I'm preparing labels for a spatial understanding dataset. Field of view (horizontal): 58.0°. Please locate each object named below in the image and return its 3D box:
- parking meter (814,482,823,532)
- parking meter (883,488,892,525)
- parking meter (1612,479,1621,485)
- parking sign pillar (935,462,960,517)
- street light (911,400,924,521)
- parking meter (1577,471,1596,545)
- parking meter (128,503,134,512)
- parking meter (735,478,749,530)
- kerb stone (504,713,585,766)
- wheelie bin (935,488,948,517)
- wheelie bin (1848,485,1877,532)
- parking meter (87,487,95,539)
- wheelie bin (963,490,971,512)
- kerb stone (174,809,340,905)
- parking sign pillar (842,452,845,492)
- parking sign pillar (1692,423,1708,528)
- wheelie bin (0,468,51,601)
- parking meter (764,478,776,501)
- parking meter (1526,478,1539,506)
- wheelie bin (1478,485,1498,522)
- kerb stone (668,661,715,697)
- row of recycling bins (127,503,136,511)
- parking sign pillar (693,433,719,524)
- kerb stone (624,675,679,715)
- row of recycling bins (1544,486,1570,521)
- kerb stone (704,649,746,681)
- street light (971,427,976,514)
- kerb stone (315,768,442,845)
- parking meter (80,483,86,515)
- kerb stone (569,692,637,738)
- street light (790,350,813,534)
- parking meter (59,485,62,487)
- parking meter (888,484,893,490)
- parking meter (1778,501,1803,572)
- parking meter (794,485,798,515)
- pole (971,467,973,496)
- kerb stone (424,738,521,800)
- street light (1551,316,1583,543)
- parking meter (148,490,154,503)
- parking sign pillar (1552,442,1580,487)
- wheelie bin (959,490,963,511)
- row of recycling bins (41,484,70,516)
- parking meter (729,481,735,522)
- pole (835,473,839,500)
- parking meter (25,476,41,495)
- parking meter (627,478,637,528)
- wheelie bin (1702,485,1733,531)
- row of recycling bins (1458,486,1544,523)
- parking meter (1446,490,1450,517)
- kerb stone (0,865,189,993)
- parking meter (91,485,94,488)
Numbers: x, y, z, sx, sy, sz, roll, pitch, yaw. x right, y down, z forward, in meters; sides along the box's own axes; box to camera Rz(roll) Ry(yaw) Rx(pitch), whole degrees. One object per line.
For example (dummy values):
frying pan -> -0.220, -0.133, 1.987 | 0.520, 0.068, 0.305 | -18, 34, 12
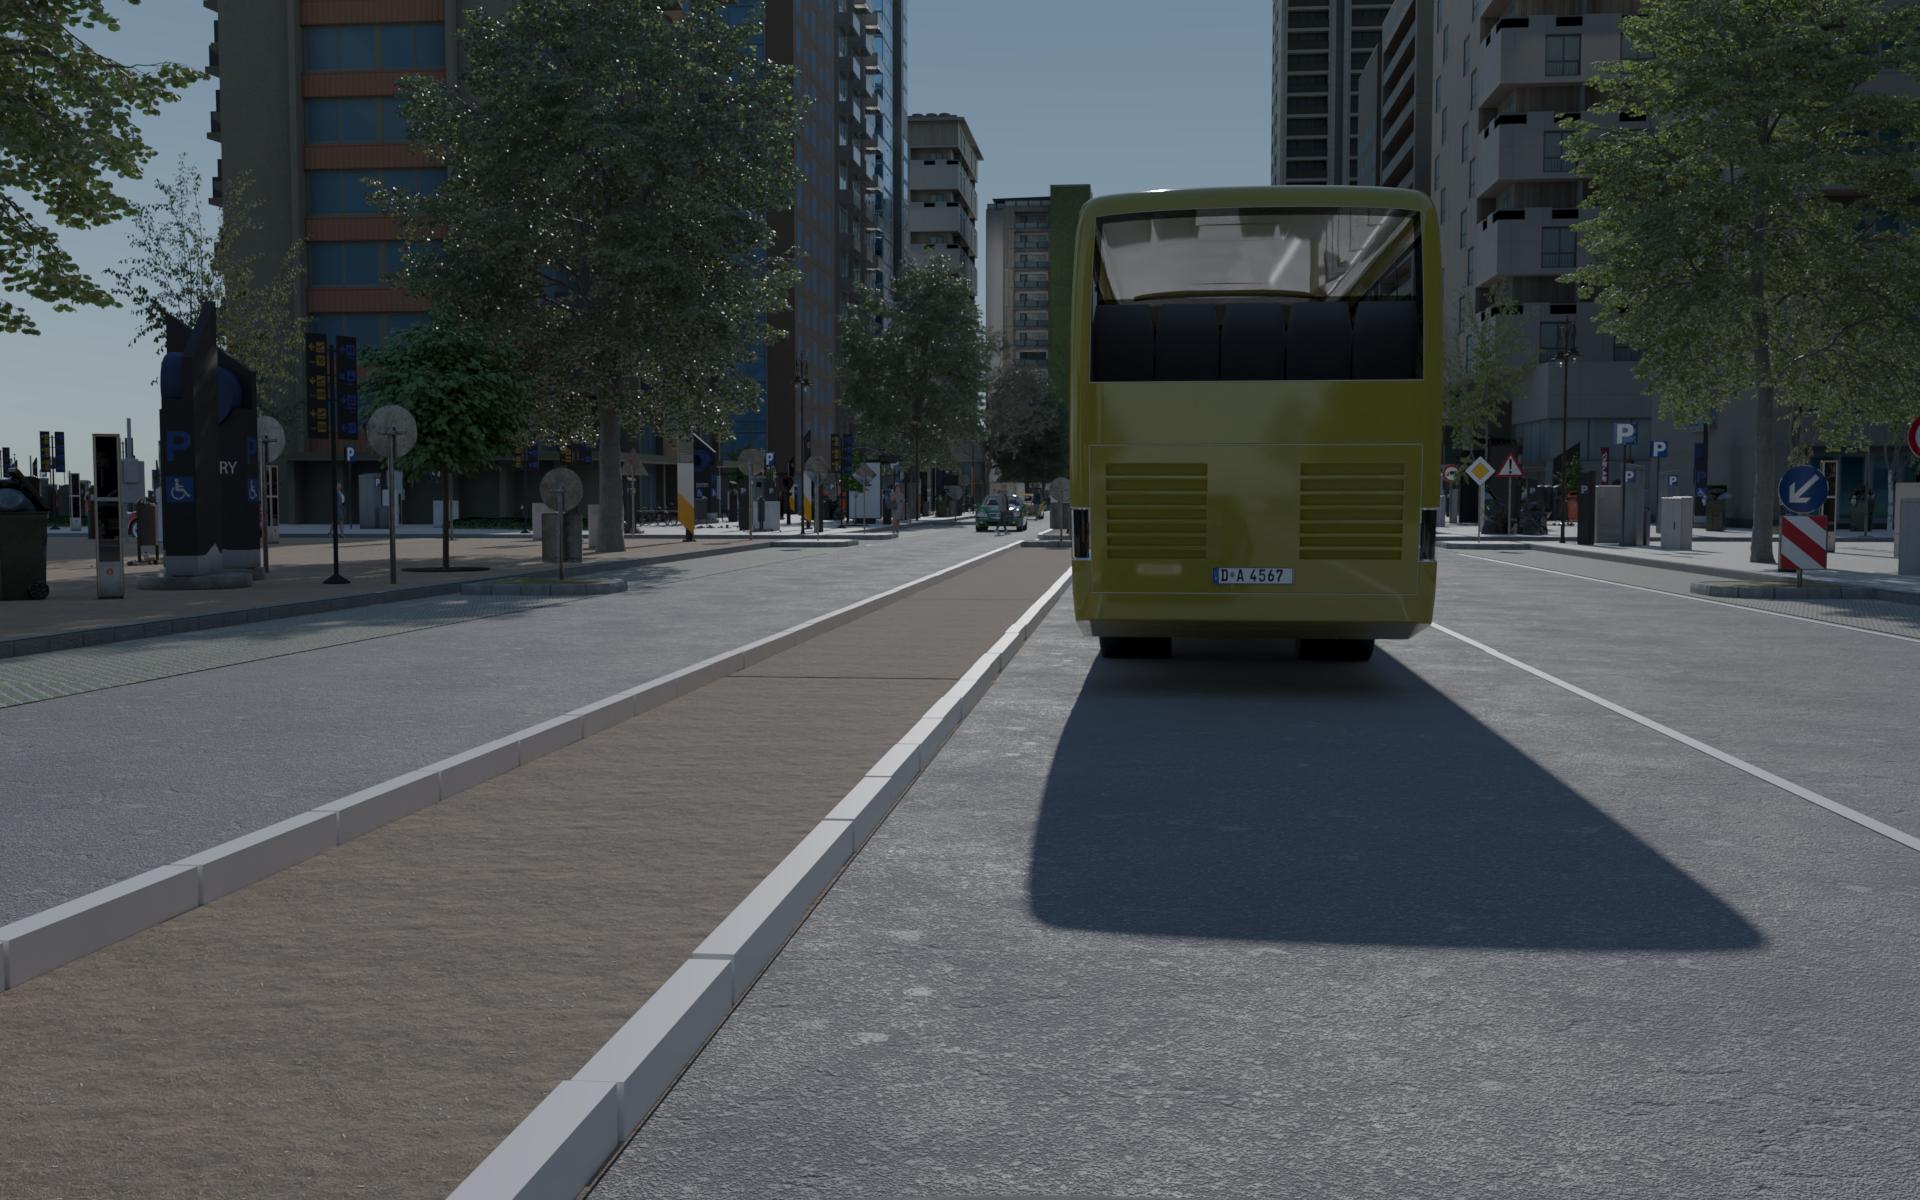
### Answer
parking meter -> -4.744, -3.203, 58.075 | 0.255, 1.863, 0.399 | -1, 4, -17
parking meter -> -3.058, -3.936, 72.766 | 0.372, 1.533, 0.369 | 0, 3, 0
parking meter -> 26.305, -3.896, 69.403 | 0.255, 1.863, 0.399 | -1, 4, -10
parking sign pillar -> -0.718, -6.751, 98.850 | 1.447, 3.967, 1.447 | 0, 4, 5
street light -> -2.079, -6.788, 83.765 | 0.468, 5.910, 1.993 | 0, 4, 6
parking meter -> 15.841, -2.331, 43.830 | 0.255, 1.863, 0.399 | -3, 5, -41
parking meter -> -58.519, -6.960, 122.203 | 0.372, 1.533, 0.369 | 0, 3, 0
parking meter -> -7.636, -3.397, 61.258 | 0.399, 1.863, 0.255 | 1, 4, 11
kerb stone -> -2.306, 0.776, 9.561 | 0.120, 0.150, 1.000 | 0, 4, 6
wheelie bin -> -1.029, -5.416, 96.458 | 0.693, 1.594, 0.980 | -1, 4, -11
wheelie bin -> 30.796, -3.129, 59.071 | 0.980, 1.594, 0.693 | -3, 4, -39
parking meter -> -24.638, -2.502, 49.315 | 0.372, 1.533, 0.369 | 0, 3, 0
wheelie bin -> 0.319, -7.007, 122.479 | 0.980, 1.594, 0.693 | -1, 4, -11
kerb stone -> -2.627, 0.960, 6.498 | 0.120, 0.150, 1.000 | 0, 4, 6
parking sign pillar -> -6.891, -7.456, 110.385 | 1.447, 3.967, 1.447 | -3, 4, -38
parking sign pillar -> 27.951, -4.701, 65.330 | 1.447, 3.967, 1.447 | 1, 4, 21
wheelie bin -> -11.445, -0.801, 21.013 | 0.693, 1.594, 0.980 | -2, 4, -35
parking meter -> -7.116, -3.615, 64.816 | 0.399, 1.863, 0.255 | -3, 5, -40
parking meter -> 20.650, -3.473, 62.491 | 0.399, 1.863, 0.255 | 1, 4, 12
wheelie bin -> 18.472, -3.224, 60.619 | 0.693, 1.594, 0.980 | 1, 4, 12
kerb stone -> -1.982, 0.587, 12.611 | 0.120, 0.150, 1.000 | 0, 4, 6
row of recycling bins -> -62.221, -7.468, 129.219 | 1.069, 1.692, 3.534 | -3, 5, -41
parking sign pillar -> -11.255, -5.332, 75.652 | 1.447, 3.967, 1.447 | 2, 4, 31
kerb stone -> -2.090, 0.648, 11.593 | 0.120, 0.150, 1.000 | 0, 4, 6
row of recycling bins -> 29.047, -4.751, 84.793 | 3.534, 1.692, 1.069 | -3, 5, -43
kerb stone -> -1.879, 0.524, 13.632 | 0.120, 0.150, 1.000 | 0, 4, 6
street light -> 0.849, -8.495, 111.676 | 0.468, 5.910, 1.993 | 0, 4, 6
kerb stone -> -2.522, 0.897, 7.523 | 0.120, 0.150, 1.000 | 0, 4, 6
parking meter -> -45.553, -5.140, 89.752 | 0.255, 1.863, 0.399 | 1, 4, 18
kerb stone -> -2.195, 0.711, 10.577 | 0.120, 0.150, 1.000 | 0, 4, 6
street light -> -5.088, -5.081, 55.863 | 0.468, 5.910, 1.993 | 0, 4, 6
parking meter -> -55.662, -6.222, 107.438 | 0.399, 1.863, 0.255 | -2, 4, -33
parking meter -> -4.169, -6.069, 104.935 | 0.399, 1.863, 0.255 | 3, 5, 45
parking meter -> 13.669, -1.227, 28.474 | 0.372, 1.533, 0.369 | 0, 3, 0
parking meter -> -10.261, -6.253, 107.948 | 0.255, 1.863, 0.399 | -1, 4, -9
pole -> 0.971, -8.376, 130.795 | 0.158, 3.312, 0.155 | 0, 3, 0
kerb stone -> -2.415, 0.837, 8.545 | 0.120, 0.150, 1.000 | 0, 4, 6
street light -> 15.720, -4.417, 45.012 | 0.468, 5.910, 1.993 | 0, 4, 6
parking meter -> -52.295, -6.335, 111.983 | 0.372, 1.533, 0.369 | 0, 3, 0
parking sign pillar -> 31.241, -6.169, 89.334 | 1.447, 3.967, 1.447 | 1, 4, 11
wheelie bin -> -0.471, -5.678, 100.750 | 0.980, 1.594, 0.693 | 0, 4, -3
row of recycling bins -> -38.635, -4.001, 72.530 | 3.534, 1.692, 1.069 | 0, 4, 7
parking meter -> -10.356, -4.490, 79.119 | 0.255, 1.863, 0.399 | -2, 4, -34
pole -> -8.344, -7.555, 117.374 | 0.158, 3.312, 0.155 | 0, 3, 0
parking meter -> -13.475, -1.017, 25.038 | 0.372, 1.533, 0.369 | 0, 3, 0
parking meter -> -11.632, -3.405, 61.380 | 0.255, 1.863, 0.399 | -2, 4, -24
wheelie bin -> 26.082, -3.165, 59.663 | 0.980, 1.594, 0.693 | 2, 4, 26
row of recycling bins -> 23.818, -4.264, 76.829 | 3.534, 1.692, 1.069 | 3, 5, 40
parking meter -> 27.127, -5.352, 95.912 | 0.372, 1.533, 0.369 | 0, 3, 0
kerb stone -> -2.740, 1.022, 5.483 | 0.120, 0.150, 1.000 | 0, 4, 6
parking meter -> -55.942, -6.485, 111.739 | 0.399, 1.863, 0.255 | 3, 5, 41
